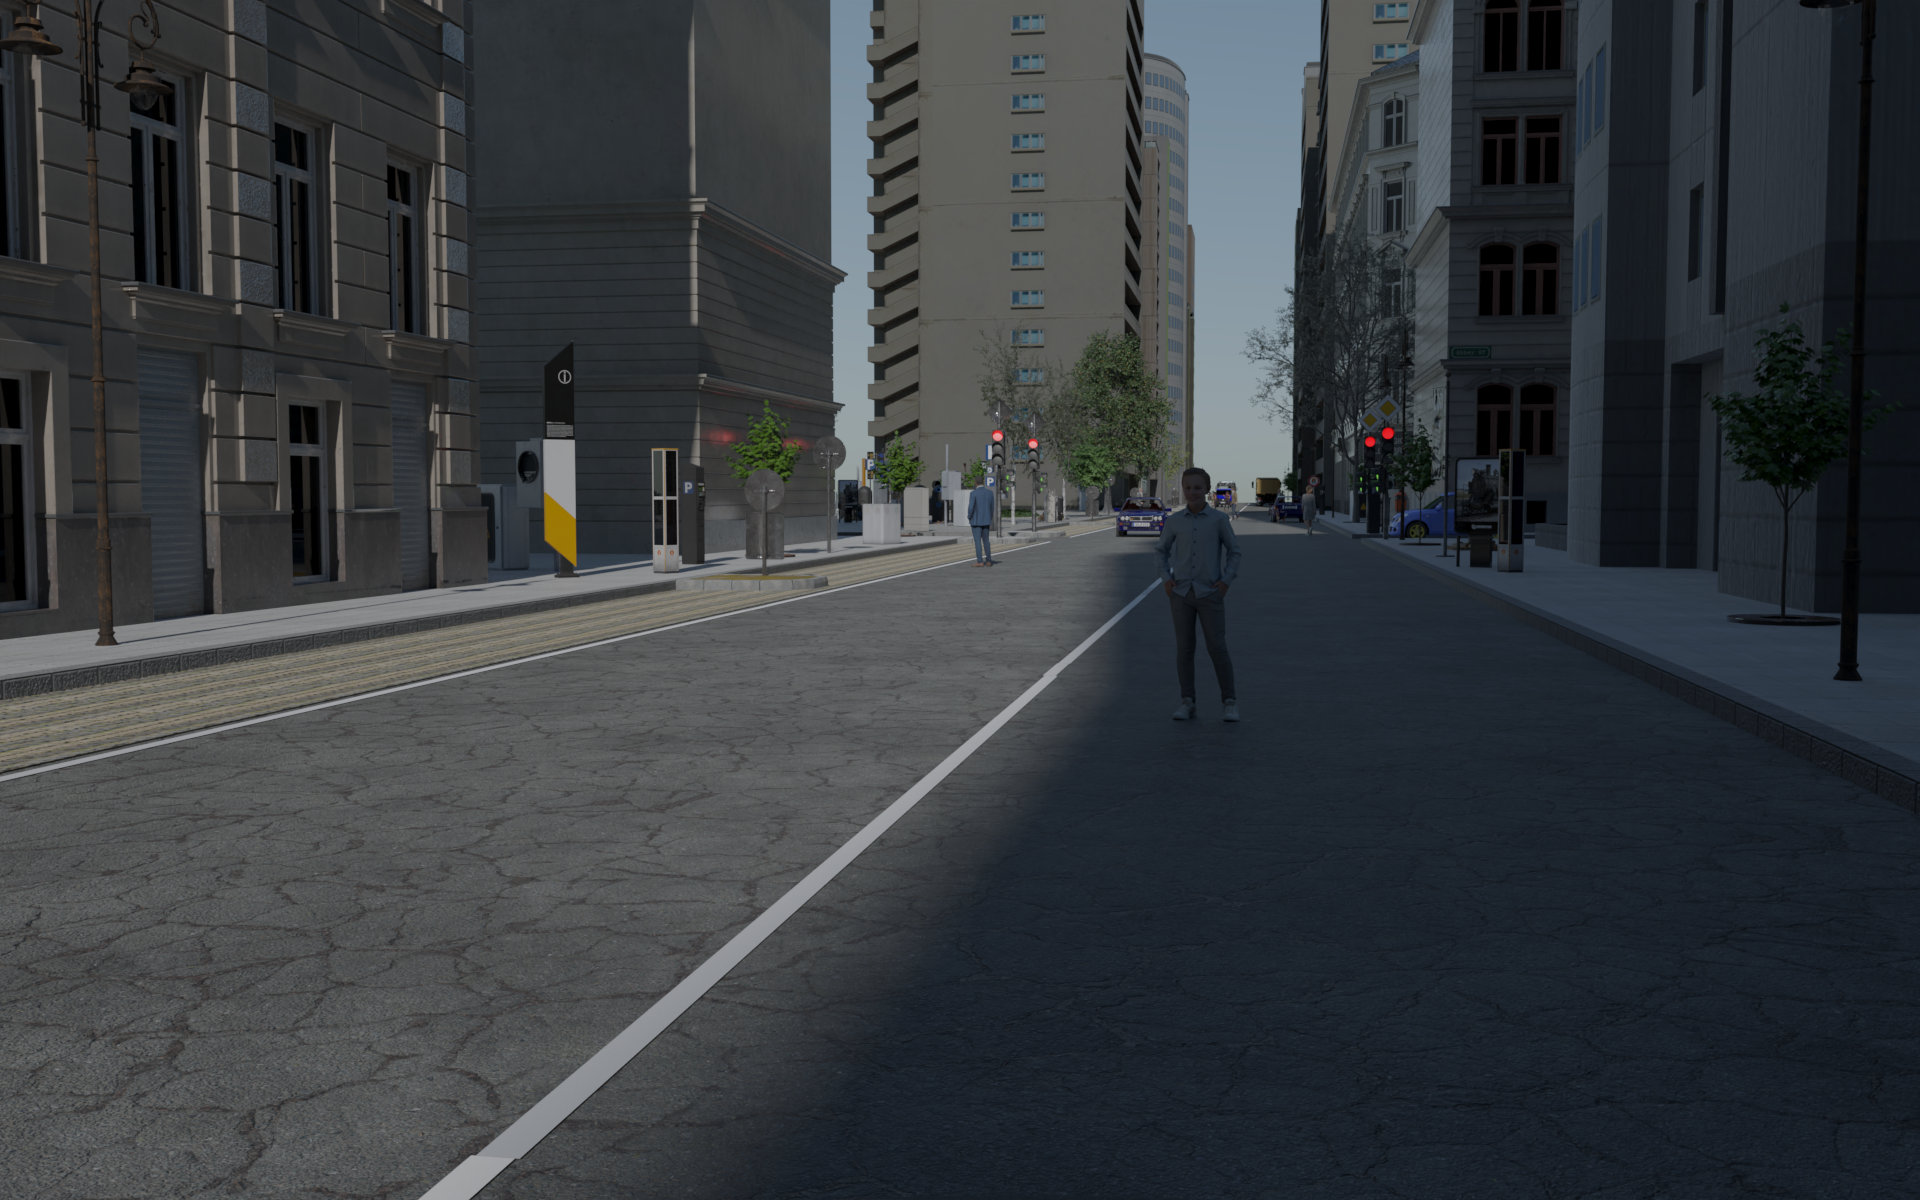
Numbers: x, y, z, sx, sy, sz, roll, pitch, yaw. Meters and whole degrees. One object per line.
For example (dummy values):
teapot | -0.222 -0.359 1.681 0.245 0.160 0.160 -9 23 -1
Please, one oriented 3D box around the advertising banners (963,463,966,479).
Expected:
advertising banners | 0.470 -6.249 98.362 0.090 3.025 2.074 1 4 16

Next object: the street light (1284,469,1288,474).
street light | 47.513 -16.999 250.715 0.468 5.910 1.993 1 4 10

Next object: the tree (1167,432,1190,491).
tree | 24.892 -15.470 203.293 4.737 8.622 4.395 0 3 0

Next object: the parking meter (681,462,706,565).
parking meter | -4.859 -1.581 31.563 0.399 1.863 0.255 2 4 28

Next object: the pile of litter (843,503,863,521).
pile of litter | -5.175 -4.251 83.472 1.176 0.858 1.719 2 4 27

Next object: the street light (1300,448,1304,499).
street light | 33.334 -12.007 169.109 0.468 5.910 1.993 1 4 10

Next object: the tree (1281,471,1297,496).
tree | 42.162 -14.392 219.024 4.285 4.588 4.351 0 3 0

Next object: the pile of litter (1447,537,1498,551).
pile of litter | 11.776 -1.560 39.477 1.176 0.858 1.719 0 4 -5

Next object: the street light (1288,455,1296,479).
street light | 41.235 -14.774 214.335 0.468 5.910 1.993 1 4 10

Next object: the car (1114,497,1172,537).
car | 6.241 -2.837 58.972 1.945 1.354 3.894 0 4 8

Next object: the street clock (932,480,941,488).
street clock | -1.252 -5.348 92.003 0.358 2.002 0.471 3 5 43

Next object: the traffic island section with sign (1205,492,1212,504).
traffic island section with sign | 38.284 -15.690 265.152 1.989 1.847 2.006 1 4 10

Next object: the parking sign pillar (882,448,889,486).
parking sign pillar | -4.409 -6.950 102.106 1.447 3.967 1.447 0 4 -3

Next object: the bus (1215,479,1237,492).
bus | 36.432 -14.794 236.739 2.948 3.499 13.247 1 4 9

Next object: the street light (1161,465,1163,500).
street light | 19.948 -12.121 170.960 0.468 5.910 1.993 1 4 10

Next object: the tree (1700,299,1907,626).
tree | 8.197 -1.392 17.354 1.663 3.219 1.824 0 3 0

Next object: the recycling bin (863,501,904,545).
recycling bin | -2.005 -1.944 44.346 0.722 1.027 0.722 3 5 40

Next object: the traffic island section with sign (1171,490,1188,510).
traffic island section with sign | 19.579 -9.088 157.219 1.989 1.847 2.006 1 4 10

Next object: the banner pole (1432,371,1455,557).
banner pole | 9.883 -2.787 35.577 0.401 3.779 0.863 -1 4 -12

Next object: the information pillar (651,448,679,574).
information pillar | -4.761 -1.437 27.995 0.304 2.012 0.304 3 4 39

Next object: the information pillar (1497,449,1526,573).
information pillar | 9.040 -1.462 28.395 0.304 2.012 0.304 -1 4 -22

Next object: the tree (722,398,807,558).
tree | -4.008 -2.483 35.204 1.663 3.219 1.824 0 3 0

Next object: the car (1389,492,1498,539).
car | 14.967 -2.637 52.709 3.694 1.707 1.945 1 4 9

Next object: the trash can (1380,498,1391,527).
trash can | 16.665 -3.471 68.407 0.748 1.137 0.748 0 3 0

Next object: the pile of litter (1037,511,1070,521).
pile of litter | 4.862 -4.578 88.811 1.719 0.858 1.176 0 4 6

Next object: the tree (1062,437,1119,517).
tree | 7.400 -7.044 98.881 4.285 4.588 4.351 0 3 0

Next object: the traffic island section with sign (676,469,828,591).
traffic island section with sign | -3.099 -1.093 26.498 1.989 1.847 2.006 1 4 10

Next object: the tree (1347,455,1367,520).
tree | 19.975 -5.577 85.787 1.663 3.219 1.824 0 3 0

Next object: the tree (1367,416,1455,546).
tree | 11.427 -2.988 43.460 1.663 3.219 1.824 0 3 0

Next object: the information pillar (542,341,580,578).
information pillar | -6.108 -2.147 26.466 0.504 3.616 0.183 -2 4 -34

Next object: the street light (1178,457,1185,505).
street light | 27.890 -14.906 216.504 0.468 5.910 1.993 1 4 10

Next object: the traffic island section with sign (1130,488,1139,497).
traffic island section with sign | 10.897 -6.027 107.176 1.989 1.847 2.006 1 4 10

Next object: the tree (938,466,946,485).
tree | -1.077 -7.715 120.737 1.663 3.219 1.824 0 3 0

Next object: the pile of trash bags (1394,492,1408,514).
pile of trash bags | 21.027 -4.163 77.817 1.912 1.369 3.447 -3 5 -45

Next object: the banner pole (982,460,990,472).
banner pole | 1.705 -7.673 115.462 0.863 3.779 0.401 0 4 -8

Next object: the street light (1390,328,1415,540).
street light | 12.368 -4.617 48.269 0.468 5.910 1.993 1 4 10

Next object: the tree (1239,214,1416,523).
tree | 17.541 -10.188 76.939 12.009 13.543 11.850 0 3 0

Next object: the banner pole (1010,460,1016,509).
banner pole | 3.846 -8.310 125.885 0.401 3.779 0.863 -2 4 -31

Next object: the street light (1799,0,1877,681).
street light | 6.127 -2.384 11.773 0.468 5.910 1.993 1 4 10

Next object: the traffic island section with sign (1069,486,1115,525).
traffic island section with sign | 6.113 -4.340 79.589 1.989 1.847 2.006 1 4 10

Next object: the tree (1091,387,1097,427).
tree | 5.298 -8.576 90.574 4.360 8.622 3.978 0 3 0

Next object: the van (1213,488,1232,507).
van | 28.855 -11.293 189.030 2.240 2.365 5.245 1 4 12

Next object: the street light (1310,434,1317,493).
street light | 26.994 -9.783 132.740 0.468 5.910 1.993 1 4 10

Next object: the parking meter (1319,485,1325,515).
parking meter | 22.295 -6.173 106.633 0.255 1.863 0.399 2 4 31

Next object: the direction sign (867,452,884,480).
direction sign | -4.506 -6.137 92.339 0.876 3.537 0.379 0 4 -8

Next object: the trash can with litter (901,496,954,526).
trash can with litter | -1.140 -3.891 74.667 1.678 1.210 2.233 -3 5 -40

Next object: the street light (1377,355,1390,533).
street light | 14.105 -5.185 57.557 0.468 5.910 1.993 1 4 10

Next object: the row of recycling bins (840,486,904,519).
row of recycling bins | -4.390 -4.982 88.572 3.534 1.692 1.069 0 4 1

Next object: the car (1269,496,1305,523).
car | 16.783 -4.646 88.544 1.945 1.354 3.894 1 4 8

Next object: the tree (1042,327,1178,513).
tree | 10.231 -12.331 118.614 9.611 12.733 9.660 0 3 0

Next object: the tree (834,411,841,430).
tree | -9.129 -9.093 99.028 4.360 8.622 3.978 0 3 0

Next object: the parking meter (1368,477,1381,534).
parking meter | 13.395 -3.077 56.023 0.399 1.863 0.255 1 4 14

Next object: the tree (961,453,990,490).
tree | 0.756 -5.327 81.699 1.663 3.219 1.824 0 3 0

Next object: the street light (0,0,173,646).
street light | -7.241 -2.552 14.519 0.468 5.910 1.993 1 4 10

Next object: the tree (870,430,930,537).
tree | -1.973 -3.527 52.261 1.663 3.219 1.824 0 3 0

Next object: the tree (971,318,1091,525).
tree | 2.389 -7.443 72.059 4.360 8.622 3.978 0 3 0

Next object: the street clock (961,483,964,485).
street clock | 0.118 -7.452 126.413 0.358 2.002 0.471 -2 4 -33

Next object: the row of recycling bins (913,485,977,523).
row of recycling bins | -0.477 -4.275 77.017 3.534 1.692 1.069 1 4 11

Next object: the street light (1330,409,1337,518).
street light | 20.276 -7.411 93.956 0.468 5.910 1.993 1 4 10
